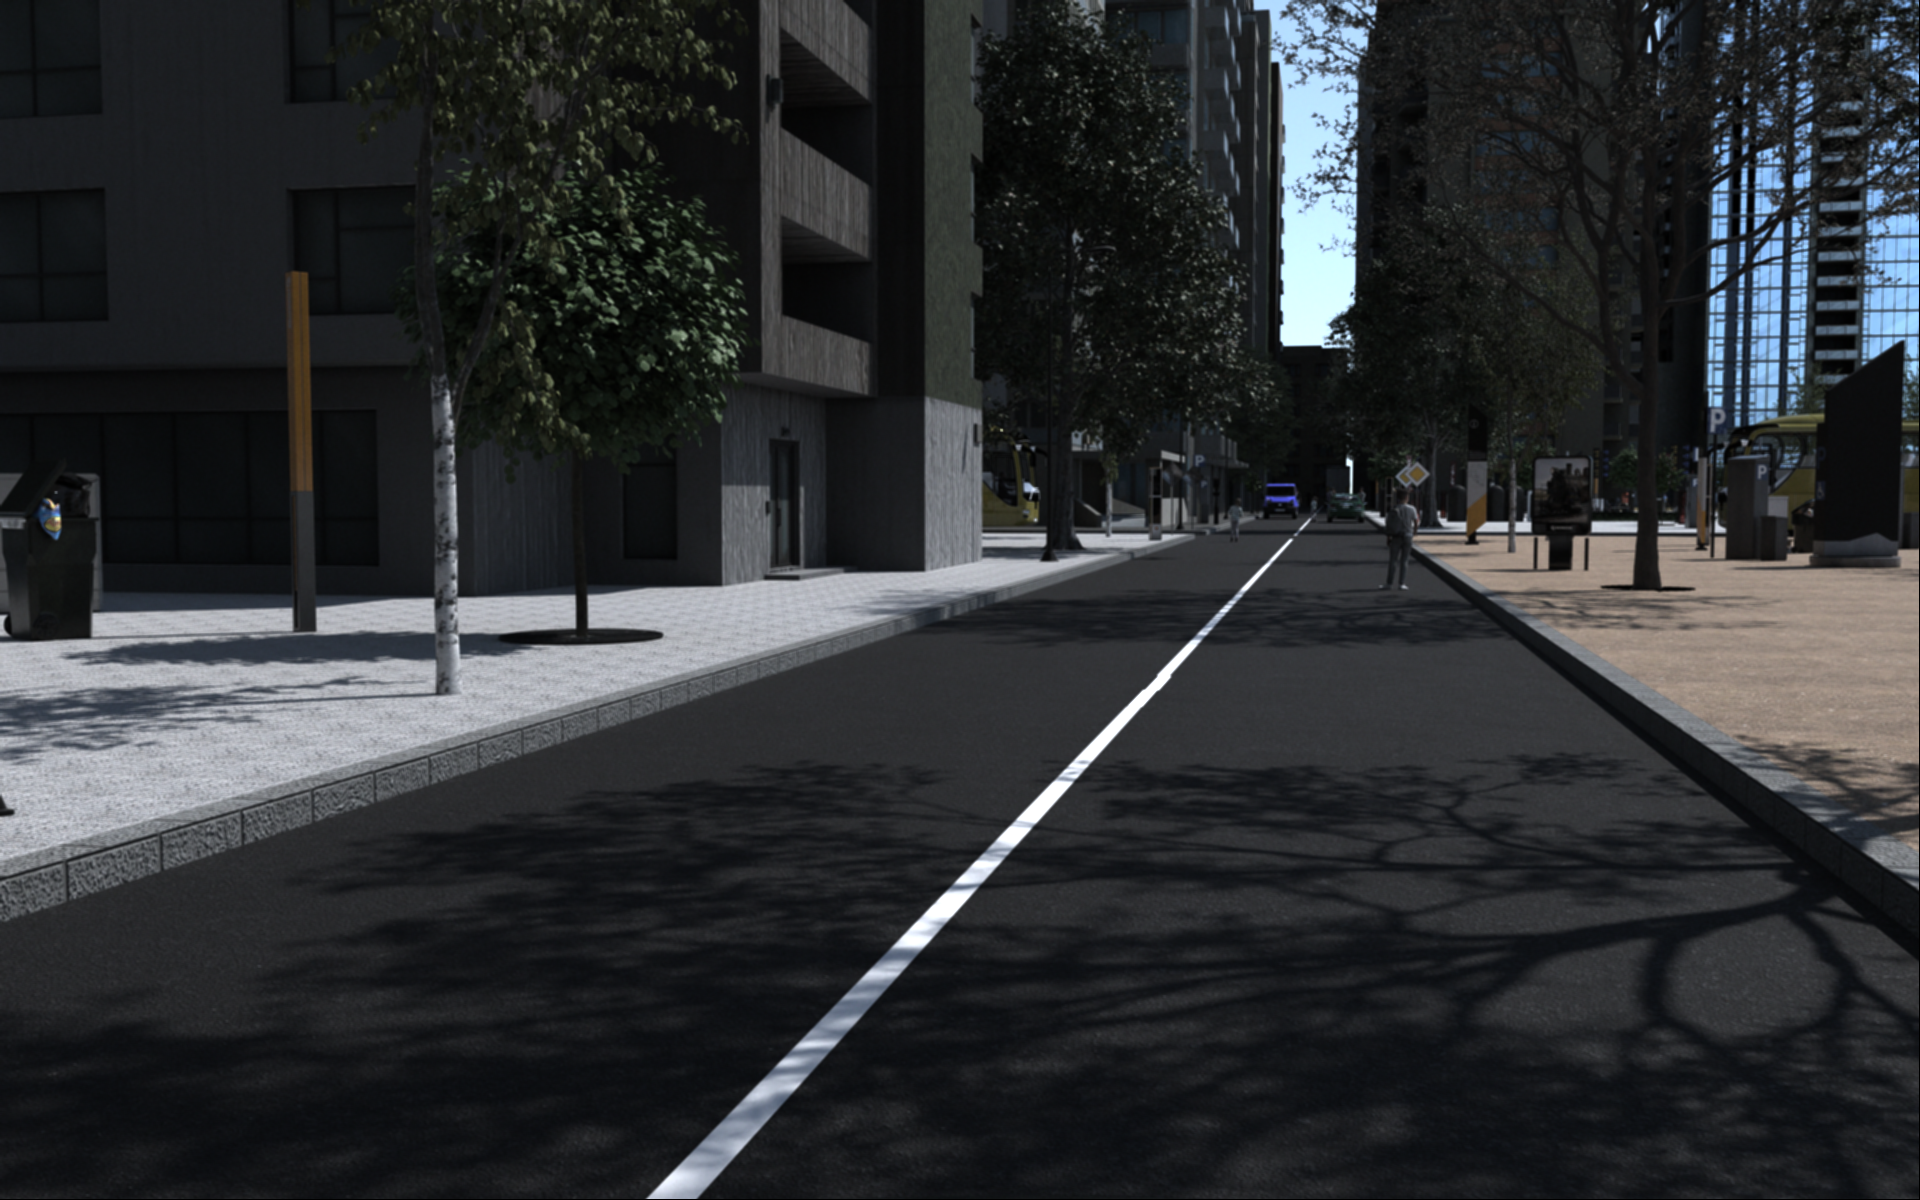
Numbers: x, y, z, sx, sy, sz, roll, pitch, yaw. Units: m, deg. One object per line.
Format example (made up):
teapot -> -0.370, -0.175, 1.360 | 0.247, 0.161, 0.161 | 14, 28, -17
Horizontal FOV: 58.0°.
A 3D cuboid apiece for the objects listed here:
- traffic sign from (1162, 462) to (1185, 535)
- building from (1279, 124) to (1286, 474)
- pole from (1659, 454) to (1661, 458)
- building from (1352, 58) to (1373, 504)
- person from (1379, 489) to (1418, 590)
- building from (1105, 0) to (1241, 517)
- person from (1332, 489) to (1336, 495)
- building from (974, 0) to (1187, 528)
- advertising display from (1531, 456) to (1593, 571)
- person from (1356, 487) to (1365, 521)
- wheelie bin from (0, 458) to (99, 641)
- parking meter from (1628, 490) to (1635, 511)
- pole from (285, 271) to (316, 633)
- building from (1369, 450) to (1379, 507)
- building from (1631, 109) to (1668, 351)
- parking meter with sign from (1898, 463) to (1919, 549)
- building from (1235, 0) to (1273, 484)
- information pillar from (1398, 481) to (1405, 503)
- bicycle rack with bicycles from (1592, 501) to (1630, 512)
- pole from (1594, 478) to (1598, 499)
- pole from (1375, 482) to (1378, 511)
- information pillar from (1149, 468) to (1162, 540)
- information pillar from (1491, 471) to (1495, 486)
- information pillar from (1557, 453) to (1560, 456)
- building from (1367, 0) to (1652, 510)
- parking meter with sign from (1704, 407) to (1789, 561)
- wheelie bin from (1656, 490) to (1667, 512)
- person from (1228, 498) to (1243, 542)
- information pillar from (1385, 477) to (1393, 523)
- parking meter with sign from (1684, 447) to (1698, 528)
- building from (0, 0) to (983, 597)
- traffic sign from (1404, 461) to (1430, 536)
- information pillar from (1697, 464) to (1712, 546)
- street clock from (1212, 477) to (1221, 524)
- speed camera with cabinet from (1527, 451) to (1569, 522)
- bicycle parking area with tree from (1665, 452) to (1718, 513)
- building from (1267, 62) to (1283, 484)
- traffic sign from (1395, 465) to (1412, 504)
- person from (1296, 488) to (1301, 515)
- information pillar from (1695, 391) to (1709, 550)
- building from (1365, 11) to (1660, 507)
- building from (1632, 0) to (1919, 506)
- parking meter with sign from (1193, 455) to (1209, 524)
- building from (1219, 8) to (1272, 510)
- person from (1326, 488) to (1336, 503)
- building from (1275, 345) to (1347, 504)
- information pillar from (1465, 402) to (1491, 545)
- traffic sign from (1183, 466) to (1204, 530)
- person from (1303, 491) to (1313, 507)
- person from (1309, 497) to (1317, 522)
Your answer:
traffic sign -> 6.642, -3.090, 54.169 | 0.795, 2.450, 0.064 | 1, 4, 12
building -> 21.848, -35.508, 200.167 | 30.456, 49.044, 23.786 | 1, 4, 12
pole -> 35.354, -5.722, 87.397 | 0.158, 3.312, 0.155 | 0, 3, 0
building -> 65.345, -41.626, 222.591 | 28.212, 58.520, 21.231 | 1, 4, 12
person -> 6.575, -0.909, 25.961 | 0.503, 1.515, 0.523 | -1, 4, -16
building -> 5.937, -29.929, 108.955 | 23.786, 49.044, 30.456 | 1, 4, 12
person -> 28.259, -7.463, 130.765 | 0.600, 1.795, 0.529 | 0, 4, -2
building -> -6.648, -23.491, 75.965 | 32.217, 40.220, 23.993 | 1, 4, 12
advertising display -> 10.171, -1.472, 29.283 | 0.974, 1.923, 0.123 | 3, 4, 35
person -> 21.450, -5.146, 92.811 | 0.511, 1.800, 0.466 | 3, 4, 36
wheelie bin -> -8.104, -0.459, 15.419 | 0.980, 1.594, 0.693 | 3, 5, 40
parking meter -> 44.209, -6.463, 114.074 | 0.372, 1.533, 0.369 | 0, 3, 0
pole -> -6.100, -1.357, 16.023 | 0.158, 3.312, 0.155 | 0, 3, 0
building -> 48.181, -24.530, 172.759 | 14.160, 30.474, 14.107 | 1, 4, 12
building -> 90.627, -36.274, 216.776 | 21.600, 48.544, 21.300 | 1, 4, 12
parking meter with sign -> 21.477, -2.680, 40.078 | 1.738, 3.016, 0.543 | -1, 4, -22
building -> 18.740, -44.151, 160.121 | 20.563, 71.187, 20.611 | 1, 4, 12
information pillar -> 22.071, -5.017, 86.516 | 0.304, 2.012, 0.304 | 0, 4, -3
bicycle rack with bicycles -> 32.323, -4.531, 87.456 | 2.925, 0.926, 2.852 | -3, 4, -37
pole -> 42.485, -7.453, 115.697 | 0.158, 3.312, 0.155 | 0, 3, 0
pole -> 31.099, -8.279, 129.206 | 0.158, 3.312, 0.155 | 0, 3, 0
information pillar -> 5.422, -2.663, 48.037 | 0.304, 2.012, 0.304 | 0, 4, -7
information pillar -> 38.662, -8.223, 125.804 | 0.183, 3.616, 0.504 | -1, 4, -11
information pillar -> 33.982, -6.568, 98.734 | 0.183, 3.616, 0.504 | -1, 4, -13
building -> 46.917, -30.326, 150.451 | 22.147, 44.769, 28.867 | 1, 4, 12
parking meter with sign -> 15.442, -2.306, 33.957 | 0.543, 3.016, 1.738 | -1, 4, -23
wheelie bin -> 34.663, -4.780, 86.059 | 0.980, 1.594, 0.693 | 3, 4, 36
person -> 8.234, -2.392, 51.883 | 0.425, 1.301, 0.394 | 0, 4, -6
information pillar -> 18.743, -4.352, 75.655 | 0.304, 2.012, 0.304 | 1, 4, 16
parking meter with sign -> 27.501, -4.193, 64.819 | 0.543, 3.016, 1.738 | 1, 4, 11
building -> -7.882, -15.622, 27.123 | 14.160, 30.474, 14.107 | 1, 4, 12
traffic sign -> 13.866, -2.994, 52.595 | 0.795, 2.450, 0.064 | 1, 4, 12
information pillar -> 18.558, -2.366, 43.172 | 0.304, 2.012, 0.304 | 2, 4, 26
street clock -> 10.877, -4.213, 73.448 | 0.358, 2.002, 0.471 | 1, 4, 15
speed camera with cabinet -> 27.391, -5.257, 80.285 | 2.038, 3.252, 0.660 | 1, 4, 20
bicycle parking area with tree -> 51.863, -8.069, 118.928 | 8.231, 4.147, 9.016 | -1, 4, -20
building -> 25.820, -32.307, 178.324 | 14.600, 45.320, 14.200 | 1, 4, 12
traffic sign -> 15.551, -3.471, 60.401 | 0.795, 2.450, 0.064 | 1, 4, 12
person -> 22.824, -6.642, 117.187 | 0.616, 1.811, 0.778 | 0, 4, -7
information pillar -> 16.966, -2.949, 39.574 | 0.183, 3.616, 0.504 | 1, 4, 9
building -> 59.250, -36.801, 190.937 | 28.713, 52.752, 27.495 | 1, 4, 12
building -> 89.970, -53.430, 186.253 | 31.000, 86.520, 22.319 | 1, 4, 12
parking meter with sign -> 10.597, -4.862, 75.757 | 0.543, 3.016, 1.738 | 0, 4, -1
building -> 18.224, -28.125, 143.433 | 14.154, 41.232, 14.086 | 1, 4, 12
person -> 21.331, -5.555, 99.513 | 0.473, 1.802, 0.592 | 0, 4, -3
building -> 37.022, -23.689, 232.352 | 28.899, 21.520, 27.650 | 1, 4, 12
information pillar -> 13.100, -3.215, 43.918 | 0.504, 3.616, 0.183 | 1, 4, 19
traffic sign -> 8.327, -3.568, 61.975 | 0.795, 2.450, 0.064 | 1, 4, 12
person -> 39.889, -11.589, 198.121 | 1.348, 1.807, 0.705 | 0, 4, -1
person -> 17.903, -4.592, 87.862 | 0.394, 1.301, 0.425 | 3, 4, 37
